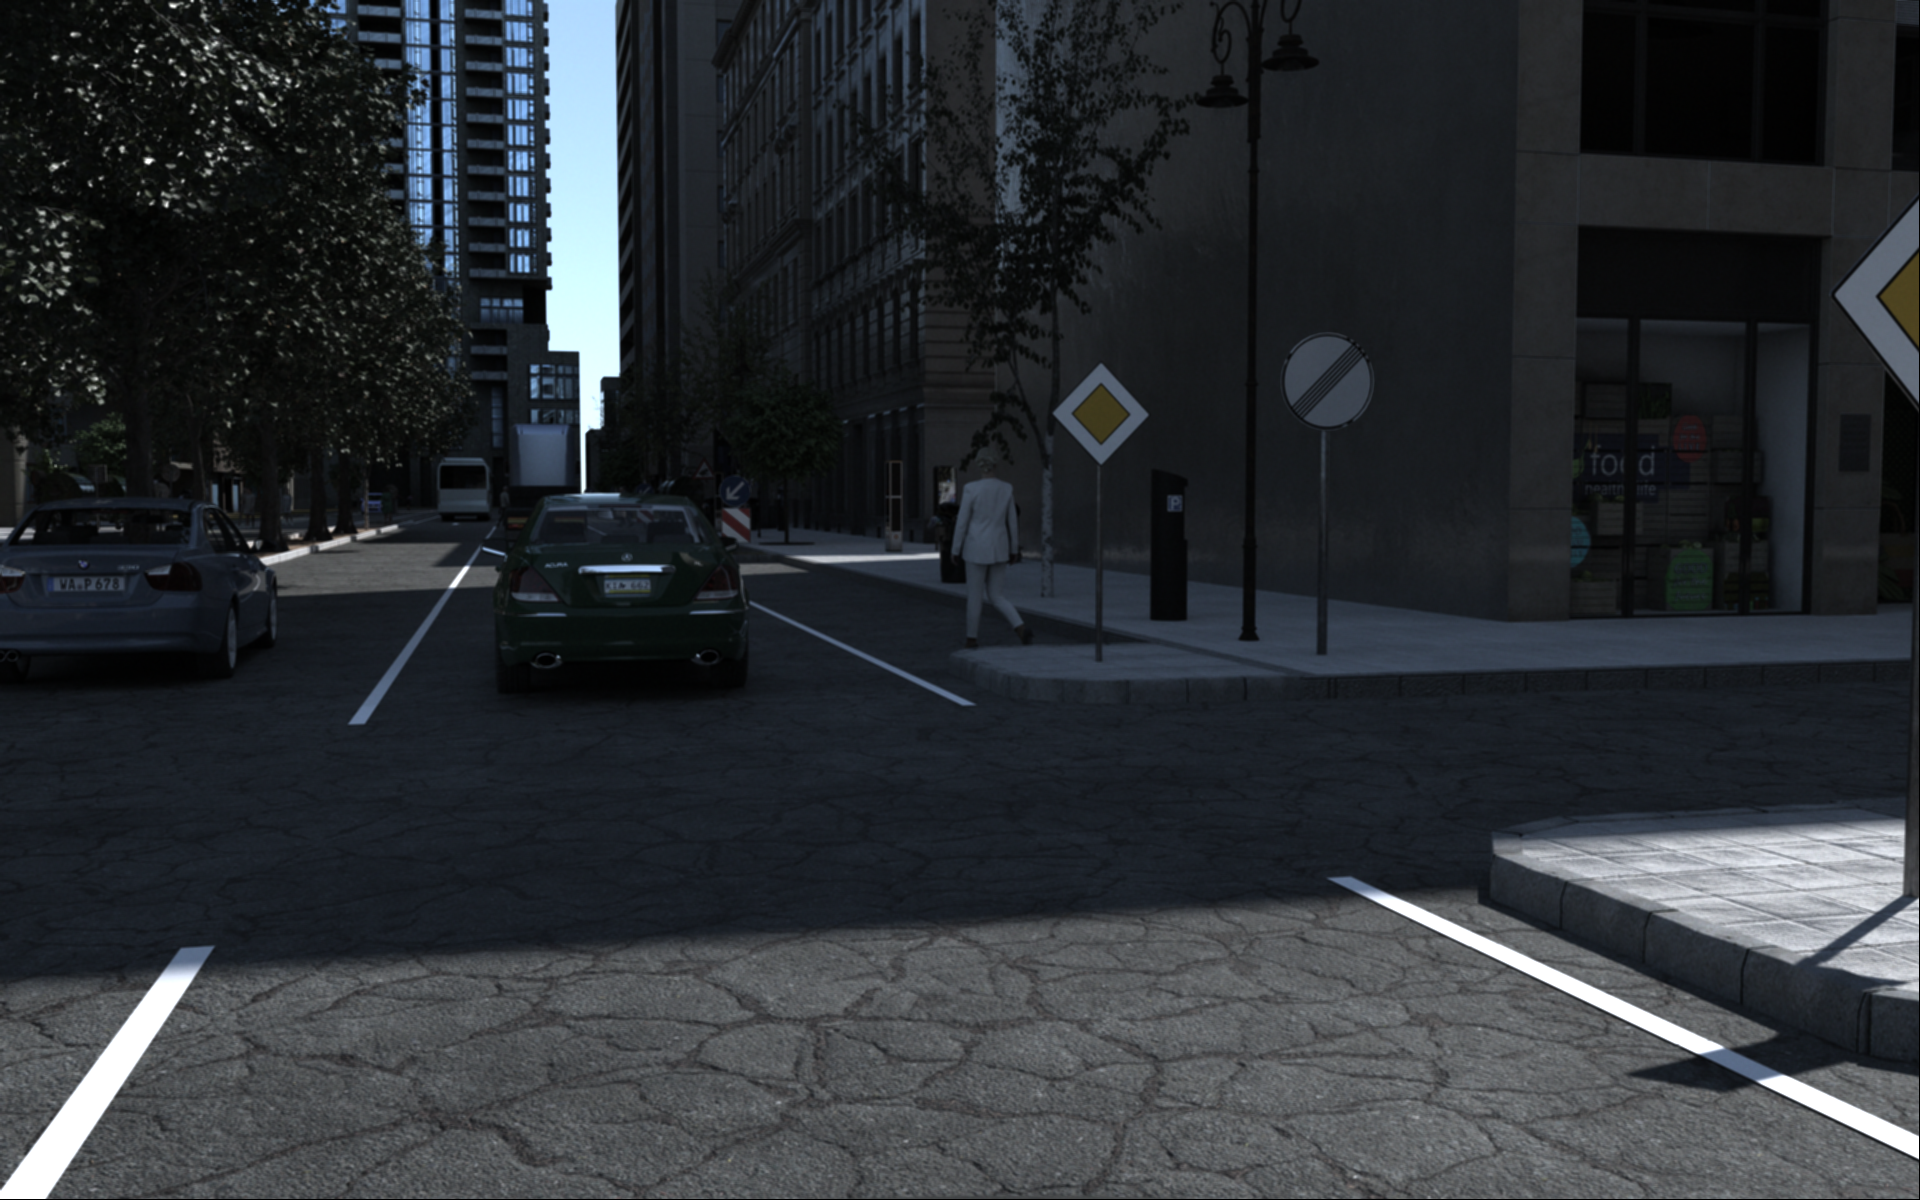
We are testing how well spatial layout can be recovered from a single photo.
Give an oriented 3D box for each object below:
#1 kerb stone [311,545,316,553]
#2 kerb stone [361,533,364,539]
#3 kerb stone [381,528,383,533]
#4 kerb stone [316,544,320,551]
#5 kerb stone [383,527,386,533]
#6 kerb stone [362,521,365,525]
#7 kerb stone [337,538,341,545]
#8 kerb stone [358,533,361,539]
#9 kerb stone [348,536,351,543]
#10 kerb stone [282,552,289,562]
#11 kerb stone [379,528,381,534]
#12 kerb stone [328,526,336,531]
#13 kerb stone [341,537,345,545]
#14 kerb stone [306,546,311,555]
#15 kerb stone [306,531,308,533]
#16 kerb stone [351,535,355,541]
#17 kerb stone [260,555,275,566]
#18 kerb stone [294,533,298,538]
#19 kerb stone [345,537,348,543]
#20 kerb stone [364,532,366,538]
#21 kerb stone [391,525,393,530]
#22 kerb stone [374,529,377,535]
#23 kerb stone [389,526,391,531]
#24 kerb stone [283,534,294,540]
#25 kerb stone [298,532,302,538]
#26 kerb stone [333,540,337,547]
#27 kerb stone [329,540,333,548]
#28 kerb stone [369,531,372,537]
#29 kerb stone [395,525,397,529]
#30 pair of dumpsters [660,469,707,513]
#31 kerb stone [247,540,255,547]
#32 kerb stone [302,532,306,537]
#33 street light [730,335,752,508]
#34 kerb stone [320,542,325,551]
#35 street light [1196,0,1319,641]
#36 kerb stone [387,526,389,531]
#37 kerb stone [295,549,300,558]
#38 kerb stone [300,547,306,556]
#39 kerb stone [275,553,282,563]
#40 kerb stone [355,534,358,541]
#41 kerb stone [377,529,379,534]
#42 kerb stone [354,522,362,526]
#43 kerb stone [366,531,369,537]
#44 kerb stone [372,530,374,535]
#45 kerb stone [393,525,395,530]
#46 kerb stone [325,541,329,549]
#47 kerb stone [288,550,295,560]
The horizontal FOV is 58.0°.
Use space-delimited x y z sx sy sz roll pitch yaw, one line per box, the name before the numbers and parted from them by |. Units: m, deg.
kerb stone | -15.744 -1.202 41.845 0.120 0.150 1.000 -1 4 -14
kerb stone | -19.036 -1.991 54.750 0.120 0.150 1.000 -1 4 -14
kerb stone | -21.074 -2.478 62.707 0.120 0.150 1.000 -1 4 -14
kerb stone | -16.002 -1.261 42.835 0.120 0.150 1.000 -1 4 -14
kerb stone | -21.322 -2.535 63.699 0.120 0.150 1.000 -1 4 -14
kerb stone | -27.425 -3.482 79.122 0.120 0.150 1.000 -1 4 -14
kerb stone | -17.273 -1.567 47.808 0.120 0.150 1.000 -1 4 -14
kerb stone | -18.787 -1.930 53.758 0.120 0.150 1.000 -1 4 -14
kerb stone | -18.031 -1.748 50.781 0.120 0.150 1.000 -1 4 -14
kerb stone | -14.474 -0.898 36.872 0.120 0.150 1.000 -1 4 -14
kerb stone | -20.818 -2.417 61.717 0.120 0.150 1.000 -1 4 -14
kerb stone | -24.383 -2.753 67.199 0.120 0.150 1.000 -1 4 -14
kerb stone | -17.513 -1.625 48.802 0.120 0.150 1.000 -1 4 -14
kerb stone | -15.500 -1.141 40.845 0.120 0.150 1.000 -1 4 -14
kerb stone | -22.104 -2.206 58.265 0.120 0.150 1.000 -1 4 -14
kerb stone | -18.277 -1.809 51.773 0.120 0.150 1.000 -1 4 -14
kerb stone | -13.975 -0.772 34.882 0.120 0.150 1.000 -1 4 -14
kerb stone | -21.347 -2.020 55.285 0.120 0.150 1.000 -1 4 -14
kerb stone | -17.773 -1.688 49.791 0.120 0.150 1.000 -1 4 -14
kerb stone | -19.294 -2.052 55.739 0.120 0.150 1.000 -1 4 -14
kerb stone | -22.332 -2.781 67.663 0.120 0.150 1.000 -1 4 -14
kerb stone | -20.309 -2.296 59.734 0.120 0.150 1.000 -1 4 -14
kerb stone | -22.084 -2.720 66.671 0.120 0.150 1.000 -1 4 -14
kerb stone | -21.086 -1.963 54.290 0.120 0.150 1.000 -1 4 -14
kerb stone | -21.595 -2.078 56.277 0.120 0.150 1.000 -1 4 -14
kerb stone | -17.018 -1.505 46.807 0.120 0.150 1.000 -1 4 -14
kerb stone | -16.767 -1.444 45.814 0.120 0.150 1.000 -1 4 -14
kerb stone | -19.806 -2.174 57.743 0.120 0.150 1.000 -1 4 -14
kerb stone | -22.847 -2.894 69.661 0.120 0.150 1.000 -1 4 -14
pair of dumpsters | -10.996 -4.065 68.951 1.574 2.255 4.437 -1 4 -14
kerb stone | -19.318 -1.532 47.312 0.120 0.150 1.000 -1 4 -14
kerb stone | -21.852 -2.145 57.274 0.120 0.150 1.000 -1 4 -14
street light | -6.383 -4.760 50.607 0.468 5.910 1.993 -1 4 -14
kerb stone | -16.248 -1.322 43.836 0.120 0.150 1.000 -1 4 -14
street light | 2.536 -2.583 15.024 0.468 5.910 1.993 -1 4 -14
kerb stone | -21.832 -2.659 65.679 0.120 0.150 1.000 -1 4 -14
kerb stone | -14.987 -1.019 38.861 0.120 0.150 1.000 -1 4 -14
kerb stone | -15.238 -1.080 39.857 0.120 0.150 1.000 -1 4 -14
kerb stone | -14.227 -0.830 35.879 0.120 0.150 1.000 -1 4 -14
kerb stone | -18.532 -1.870 52.764 0.120 0.150 1.000 -1 4 -14
kerb stone | -20.565 -2.357 60.726 0.120 0.150 1.000 -1 4 -14
kerb stone | -27.179 -3.420 78.126 0.120 0.150 1.000 -1 4 -14
kerb stone | -19.551 -2.112 56.742 0.120 0.150 1.000 -1 4 -14
kerb stone | -20.054 -2.235 58.736 0.120 0.150 1.000 -1 4 -14
kerb stone | -22.595 -2.842 68.658 0.120 0.150 1.000 -1 4 -14
kerb stone | -16.512 -1.381 44.824 0.120 0.150 1.000 -1 4 -14
kerb stone | -14.727 -0.958 37.866 0.120 0.150 1.000 -1 4 -14
